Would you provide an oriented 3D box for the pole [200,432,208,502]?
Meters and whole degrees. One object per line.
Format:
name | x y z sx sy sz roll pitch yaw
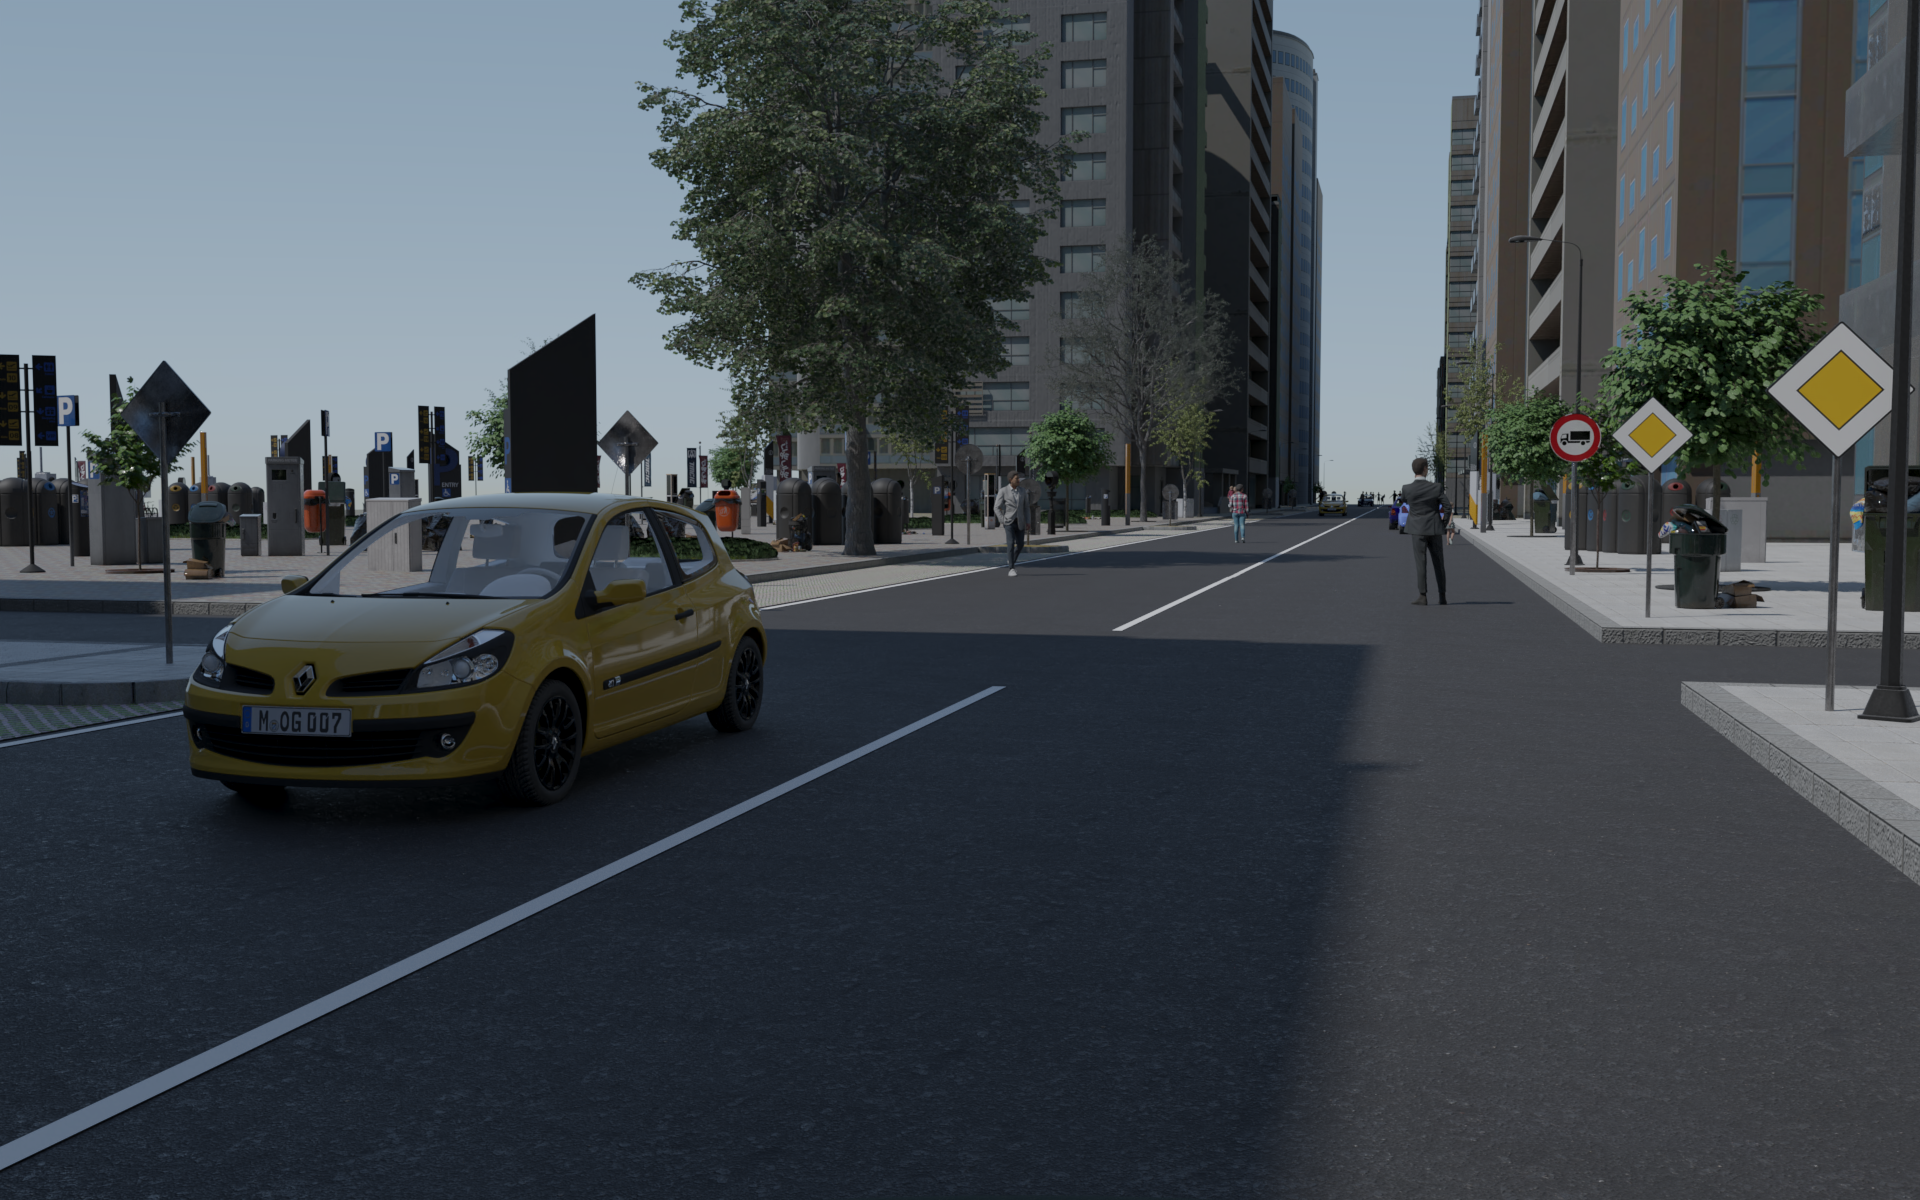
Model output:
pole | -24.864 -3.863 56.995 0.158 3.312 0.155 0 3 0

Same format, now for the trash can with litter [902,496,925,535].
trash can with litter | -1.955 -2.691 55.059 1.678 1.210 2.233 1 4 13

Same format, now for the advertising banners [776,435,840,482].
advertising banners | -4.584 -3.394 51.673 2.074 3.025 0.090 -2 4 -35

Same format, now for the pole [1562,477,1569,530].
pole | 21.908 -4.205 62.591 0.158 3.312 0.155 0 3 0

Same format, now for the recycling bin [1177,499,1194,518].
recycling bin | 12.159 -4.954 93.544 0.722 1.027 0.722 -1 4 -19

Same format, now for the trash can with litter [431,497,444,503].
trash can with litter | -18.523 -3.111 62.257 0.624 1.170 1.055 2 4 24

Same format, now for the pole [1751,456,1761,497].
pole | 19.569 -2.980 42.561 0.158 3.312 0.155 0 3 0

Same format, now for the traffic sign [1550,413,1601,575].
traffic sign | 9.689 -1.665 27.330 0.768 2.556 0.104 1 4 16

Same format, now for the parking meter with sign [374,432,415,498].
parking meter with sign | -15.872 -3.248 49.366 0.543 3.016 1.738 1 4 19

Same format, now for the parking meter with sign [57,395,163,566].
parking meter with sign | -15.321 -2.144 31.323 0.543 3.016 1.738 2 4 30

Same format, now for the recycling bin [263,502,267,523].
recycling bin | -21.279 -2.548 54.218 0.722 1.027 0.722 2 4 30

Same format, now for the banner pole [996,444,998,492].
banner pole | 1.854 -5.941 87.157 0.401 3.779 0.863 0 4 4

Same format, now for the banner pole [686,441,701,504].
banner pole | -12.561 -5.640 82.227 0.863 3.779 0.401 -1 4 -10

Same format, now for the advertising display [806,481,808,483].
advertising display | -7.215 -4.948 86.117 0.974 1.923 0.123 0 4 2

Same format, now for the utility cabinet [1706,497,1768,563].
utility cabinet | 14.512 -1.299 32.403 1.020 1.237 0.306 0 4 6

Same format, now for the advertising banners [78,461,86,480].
advertising banners | -45.170 -5.760 90.368 2.074 3.025 0.090 1 4 19

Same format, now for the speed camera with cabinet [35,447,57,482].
speed camera with cabinet | -38.366 -4.743 71.889 0.660 3.252 2.038 0 4 6

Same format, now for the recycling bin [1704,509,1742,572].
recycling bin | 12.466 -0.994 28.800 0.722 1.027 0.722 -1 4 -21

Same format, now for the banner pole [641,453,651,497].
banner pole | -13.204 -5.054 72.646 0.863 3.779 0.401 3 5 40

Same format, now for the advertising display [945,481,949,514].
advertising display | -0.912 -4.718 82.347 0.123 1.923 0.974 3 5 43

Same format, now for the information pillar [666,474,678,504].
information pillar | -10.525 -3.598 63.326 0.304 2.012 0.304 3 5 42

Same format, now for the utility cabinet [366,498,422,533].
utility cabinet | -9.425 -1.081 28.839 1.020 1.237 0.306 2 4 30

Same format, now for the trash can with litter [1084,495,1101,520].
trash can with litter | 6.716 -4.718 88.196 1.678 1.210 2.233 1 4 16

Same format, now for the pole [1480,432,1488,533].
pole | 17.307 -3.874 57.189 0.158 3.312 0.155 0 3 0

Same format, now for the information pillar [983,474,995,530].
information pillar | 1.084 -3.556 62.631 0.304 2.012 0.304 -1 4 -22

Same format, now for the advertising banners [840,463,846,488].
advertising banners | -5.931 -6.215 97.796 2.074 3.025 0.090 0 4 8

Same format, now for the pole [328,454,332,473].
pole | -32.414 -5.832 89.202 0.158 3.312 0.155 0 3 0

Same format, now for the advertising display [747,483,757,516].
advertising display | -12.016 -5.860 101.021 0.974 1.923 0.123 1 4 21

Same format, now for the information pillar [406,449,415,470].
information pillar | -28.612 -6.051 90.284 0.183 3.616 0.504 2 4 29

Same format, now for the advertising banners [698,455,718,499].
advertising banners | -11.017 -5.037 78.548 0.090 3.025 2.074 3 5 44

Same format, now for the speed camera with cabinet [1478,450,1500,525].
speed camera with cabinet | 22.401 -4.846 73.562 0.660 3.252 2.038 2 4 32

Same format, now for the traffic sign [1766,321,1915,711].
traffic sign | 5.138 -0.400 10.178 0.795 2.450 0.064 1 4 14

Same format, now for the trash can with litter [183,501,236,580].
trash can with litter | -11.434 -0.914 26.335 0.624 1.170 1.055 -1 4 -12

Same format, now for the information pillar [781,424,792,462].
information pillar | -5.720 -4.016 57.017 0.183 3.616 0.504 2 4 33

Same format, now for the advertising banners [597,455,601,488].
advertising banners | -16.538 -4.944 77.030 0.090 3.025 2.074 2 4 24

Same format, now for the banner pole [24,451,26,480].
banner pole | -53.798 -6.696 99.495 0.401 3.779 0.863 0 4 -8

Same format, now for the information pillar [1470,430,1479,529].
information pillar | 18.854 -4.411 63.468 0.183 3.616 0.504 -1 4 -12

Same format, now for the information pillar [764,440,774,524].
information pillar | -8.254 -5.106 74.839 0.504 3.616 0.183 -3 5 -43

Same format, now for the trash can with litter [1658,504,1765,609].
trash can with litter | 8.487 -0.499 19.541 1.055 1.170 0.624 -1 4 -17

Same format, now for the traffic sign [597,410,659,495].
traffic sign | -3.991 -1.049 20.793 0.795 2.450 0.064 1 4 14

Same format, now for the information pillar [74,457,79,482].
information pillar | -55.869 -7.232 109.590 0.504 3.616 0.183 3 5 45

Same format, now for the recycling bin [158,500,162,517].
recycling bin | -35.797 -4.029 78.420 0.722 1.027 0.722 -3 5 -43

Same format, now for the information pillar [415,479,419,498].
information pillar | -26.716 -4.925 85.022 0.304 2.012 0.304 -1 4 -17

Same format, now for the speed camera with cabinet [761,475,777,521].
speed camera with cabinet | -8.928 -5.456 83.542 0.660 3.252 2.038 -2 4 -29

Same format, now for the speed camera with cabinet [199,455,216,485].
speed camera with cabinet | -37.569 -5.740 88.178 2.038 3.252 0.660 -3 5 -40

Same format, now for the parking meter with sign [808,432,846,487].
parking meter with sign | -3.786 -3.118 47.247 1.738 3.016 0.543 -1 4 -22

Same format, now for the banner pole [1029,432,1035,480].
banner pole | 2.901 -4.869 69.620 0.401 3.779 0.863 1 4 21

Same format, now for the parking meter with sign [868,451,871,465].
parking meter with sign | -4.243 -4.606 71.577 0.543 3.016 1.738 -1 4 -23

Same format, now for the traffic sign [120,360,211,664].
traffic sign | -5.987 -0.576 13.061 0.795 2.450 0.064 1 4 14

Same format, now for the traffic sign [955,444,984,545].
traffic sign | 0.217 -2.675 43.850 0.768 2.556 0.104 1 4 17

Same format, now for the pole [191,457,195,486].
pole | -41.888 -6.165 94.644 0.158 3.312 0.155 0 3 0

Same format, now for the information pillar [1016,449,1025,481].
information pillar | 3.124 -5.962 88.834 0.504 3.616 0.183 -1 4 -13

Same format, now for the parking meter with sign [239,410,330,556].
parking meter with sign | -13.968 -2.419 35.818 1.738 3.016 0.543 -1 4 -11

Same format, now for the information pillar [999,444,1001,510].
information pillar | 1.876 -5.514 81.513 0.183 3.616 0.504 0 4 5

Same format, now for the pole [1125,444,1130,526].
pole | 6.832 -4.686 70.466 0.158 3.312 0.155 0 3 0

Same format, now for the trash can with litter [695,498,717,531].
trash can with litter | -6.469 -1.961 43.443 0.624 1.170 1.055 2 4 35

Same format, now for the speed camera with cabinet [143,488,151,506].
speed camera with cabinet | -49.743 -6.771 105.040 0.660 3.252 2.038 0 4 -4

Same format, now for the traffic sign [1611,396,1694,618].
traffic sign | 7.135 -0.873 17.910 0.795 2.450 0.064 1 4 14

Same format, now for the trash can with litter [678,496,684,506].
trash can with litter | -13.170 -4.224 80.121 2.233 1.210 1.678 3 4 37

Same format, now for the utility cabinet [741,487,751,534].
utility cabinet | -6.862 -2.868 55.563 0.318 1.500 1.173 0 4 -7
